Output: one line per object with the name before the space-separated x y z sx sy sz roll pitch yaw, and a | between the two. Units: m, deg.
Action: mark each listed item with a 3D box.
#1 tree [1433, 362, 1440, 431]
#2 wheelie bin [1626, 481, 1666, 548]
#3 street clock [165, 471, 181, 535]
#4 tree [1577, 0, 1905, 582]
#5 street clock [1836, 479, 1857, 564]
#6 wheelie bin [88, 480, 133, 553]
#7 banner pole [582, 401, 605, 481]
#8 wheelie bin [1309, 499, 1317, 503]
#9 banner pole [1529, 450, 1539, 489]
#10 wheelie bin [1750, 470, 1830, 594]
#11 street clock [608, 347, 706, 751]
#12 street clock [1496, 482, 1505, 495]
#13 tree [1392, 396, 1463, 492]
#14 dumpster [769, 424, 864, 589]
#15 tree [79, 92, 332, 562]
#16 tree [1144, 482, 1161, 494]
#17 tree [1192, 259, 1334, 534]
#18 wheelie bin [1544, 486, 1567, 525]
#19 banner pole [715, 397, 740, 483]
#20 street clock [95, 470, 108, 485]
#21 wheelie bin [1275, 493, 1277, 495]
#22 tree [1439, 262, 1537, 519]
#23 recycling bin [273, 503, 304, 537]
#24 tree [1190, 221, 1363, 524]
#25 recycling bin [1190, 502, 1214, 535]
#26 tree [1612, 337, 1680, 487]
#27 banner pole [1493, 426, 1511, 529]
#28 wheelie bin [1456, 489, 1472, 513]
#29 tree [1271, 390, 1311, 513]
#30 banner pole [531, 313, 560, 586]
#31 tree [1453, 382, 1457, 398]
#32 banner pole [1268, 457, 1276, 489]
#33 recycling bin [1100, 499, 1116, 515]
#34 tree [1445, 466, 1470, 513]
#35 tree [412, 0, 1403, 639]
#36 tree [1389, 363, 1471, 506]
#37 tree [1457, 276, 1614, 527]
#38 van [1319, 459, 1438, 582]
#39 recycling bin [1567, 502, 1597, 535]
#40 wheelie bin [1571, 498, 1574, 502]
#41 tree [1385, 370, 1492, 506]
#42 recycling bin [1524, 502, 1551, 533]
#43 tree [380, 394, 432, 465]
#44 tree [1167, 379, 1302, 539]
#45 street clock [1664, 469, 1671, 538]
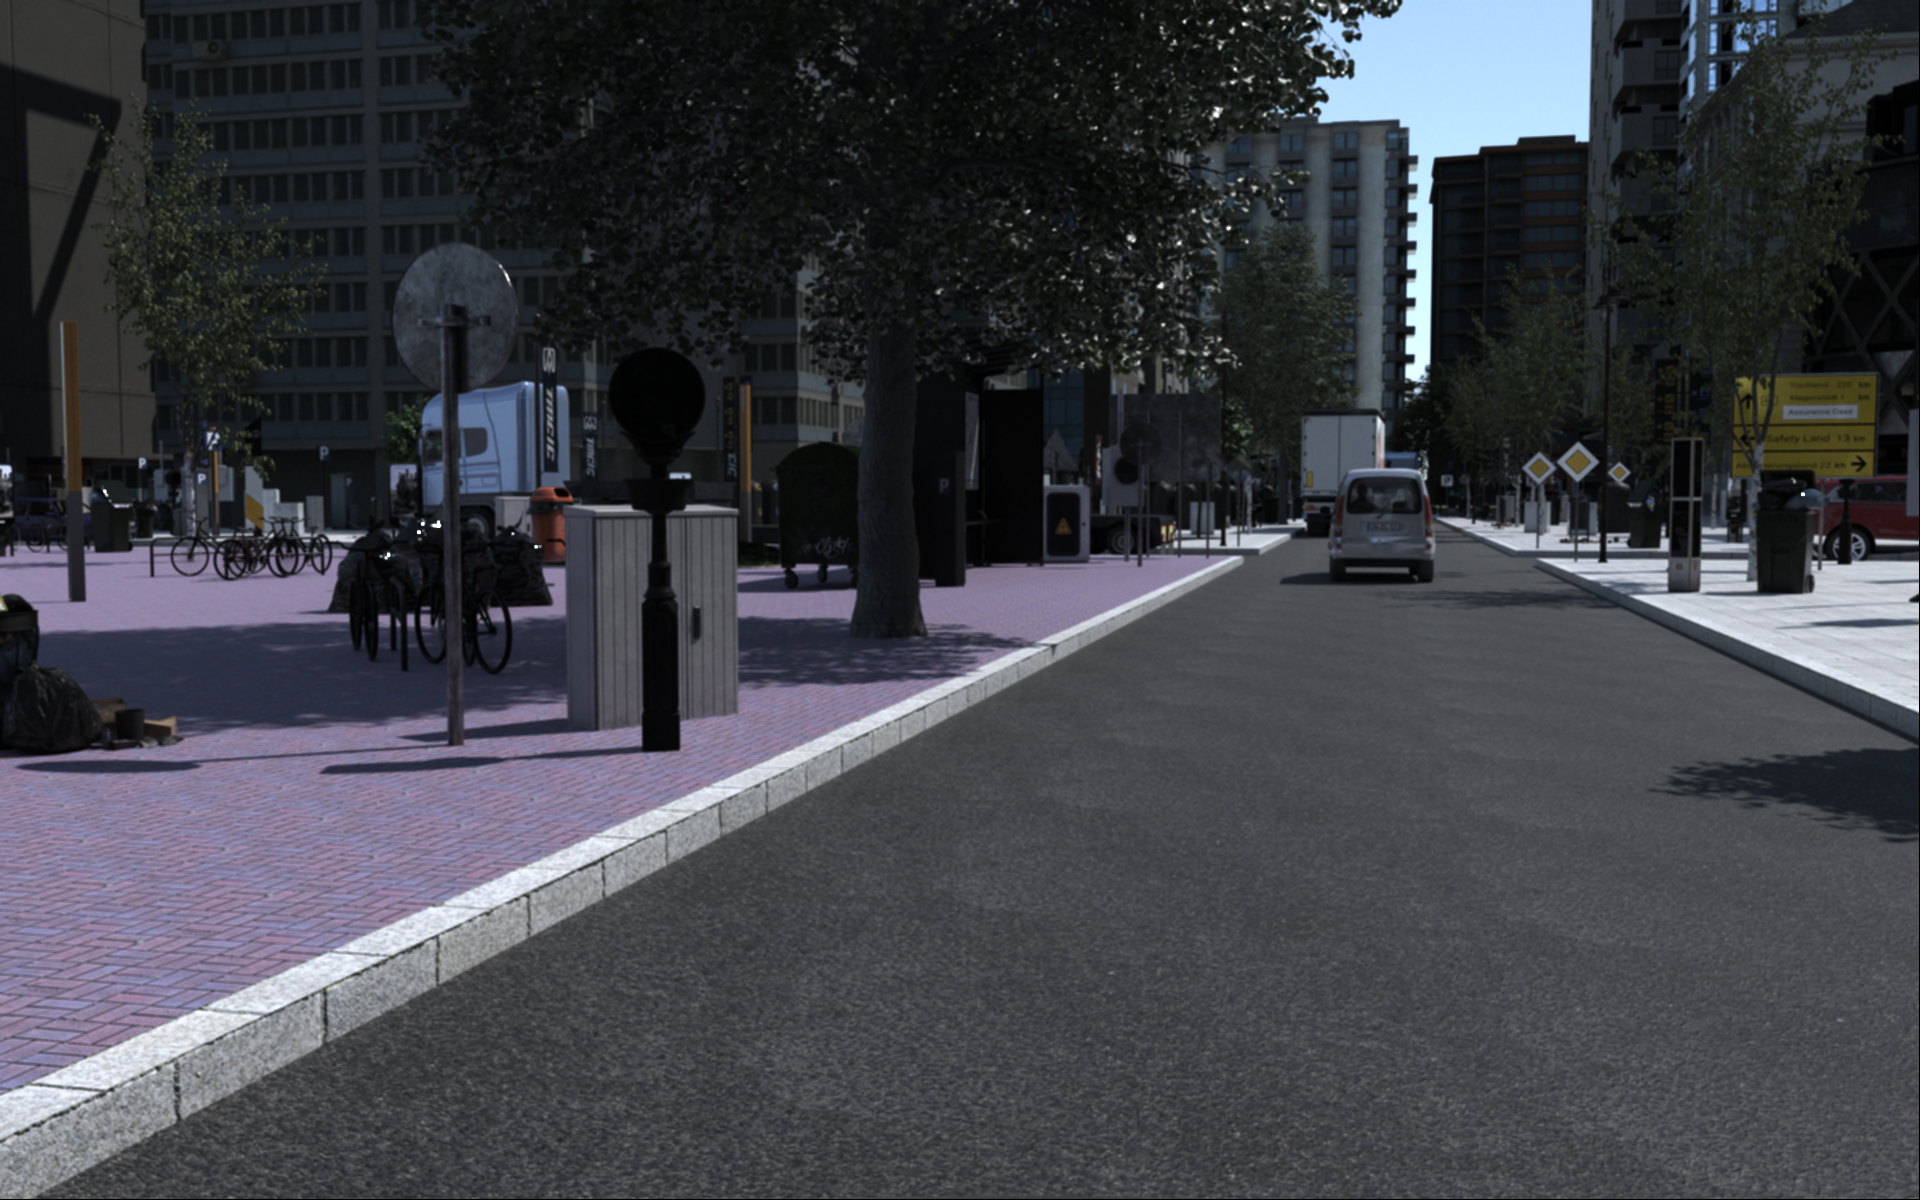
tree | 26.189 -8.467 88.801 4.737 8.622 4.395 0 3 0
wheelie bin | 16.298 -2.034 41.163 0.693 1.594 0.980 -1 4 -13
street clock | -24.468 -3.018 53.922 0.358 2.002 0.471 1 4 18
tree | 11.599 -4.591 25.432 4.737 8.622 4.395 0 3 0
street clock | 16.179 -1.654 31.618 0.471 2.002 0.358 3 5 42
wheelie bin | -18.772 -1.854 38.226 0.693 1.594 0.980 1 4 20
banner pole | -9.808 -3.465 46.671 0.863 3.779 0.401 -3 5 -40
wheelie bin | 22.832 -6.379 112.199 0.693 1.594 0.980 1 4 16
banner pole | 32.474 -6.591 97.782 0.863 3.779 0.401 -1 4 -21
wheelie bin | 10.752 -0.893 22.502 0.980 1.594 0.693 3 4 36
street clock | -1.506 -0.251 8.677 0.471 2.002 0.358 -1 4 -8
street clock | 29.760 -5.549 95.301 0.471 2.002 0.358 -1 4 -9
tree | 45.762 -14.873 168.936 9.928 11.665 9.643 0 3 0
dumpster | -1.676 -1.322 24.113 1.502 2.255 1.985 1 4 13
tree | -14.280 -5.013 32.317 4.737 8.622 4.395 0 3 0
tree | 11.100 -6.437 99.846 1.663 3.219 1.824 0 3 0
tree | 9.442 -6.393 54.894 4.360 8.622 3.978 0 3 0
wheelie bin | 24.484 -3.897 71.629 0.980 1.594 0.693 -3 5 -44
banner pole | -6.056 -3.359 44.944 0.863 3.779 0.401 0 4 7
street clock | -25.369 -2.855 51.246 0.358 2.002 0.471 -1 4 -9
wheelie bin | 19.443 -6.117 107.923 0.693 1.594 0.980 0 4 -1
tree | 17.842 -6.313 53.580 4.737 8.622 4.395 0 3 0
recycling bin | -19.726 -2.345 50.899 0.722 1.027 0.722 -1 4 -9
tree | 13.235 -9.467 72.917 7.486 12.596 7.792 0 3 0
recycling bin | 7.717 -2.610 55.222 0.722 1.027 0.722 0 4 3
tree | 32.062 -8.057 82.087 4.360 8.622 3.978 0 3 0
banner pole | 19.944 -4.497 63.549 0.863 3.779 0.401 -3 5 -41
wheelie bin | 31.440 -6.135 108.209 0.980 1.594 0.693 0 4 2
tree | 22.666 -10.067 114.953 4.737 8.622 4.395 0 3 0
banner pole | -5.815 -2.097 24.302 0.401 3.779 0.863 1 4 13
tree | 21.499 -7.135 67.016 4.360 8.622 3.978 0 3 0
banner pole | 19.816 -7.361 110.376 0.401 3.779 0.863 -3 5 -40
recycling bin | 7.275 -4.422 84.857 0.722 1.027 0.722 1 4 15
tree | 33.702 -7.514 117.449 1.663 3.219 1.824 0 3 0
tree | -0.585 -6.651 15.396 9.857 13.997 8.962 0 3 0
tree | 41.021 -14.142 149.354 7.486 12.596 7.792 0 3 0
tree | 19.826 -6.683 59.627 4.360 8.622 3.978 0 3 0
van | 7.187 -1.386 29.681 2.013 2.044 4.112 1 4 12
recycling bin | 19.392 -2.535 53.994 0.722 1.027 0.722 0 4 4
wheelie bin | 35.516 -5.676 100.703 0.980 1.594 0.693 3 5 41
tree | 35.655 -11.937 129.583 8.767 10.594 7.601 -2 4 -23
recycling bin | 19.218 -2.757 57.632 0.722 1.027 0.722 2 4 29
tree | -17.531 -4.486 57.060 4.285 4.588 4.351 0 3 0
tree | 6.819 -4.025 49.520 4.285 4.588 4.351 0 3 0
street clock | 20.876 -2.835 50.931 0.358 2.002 0.471 1 4 14
